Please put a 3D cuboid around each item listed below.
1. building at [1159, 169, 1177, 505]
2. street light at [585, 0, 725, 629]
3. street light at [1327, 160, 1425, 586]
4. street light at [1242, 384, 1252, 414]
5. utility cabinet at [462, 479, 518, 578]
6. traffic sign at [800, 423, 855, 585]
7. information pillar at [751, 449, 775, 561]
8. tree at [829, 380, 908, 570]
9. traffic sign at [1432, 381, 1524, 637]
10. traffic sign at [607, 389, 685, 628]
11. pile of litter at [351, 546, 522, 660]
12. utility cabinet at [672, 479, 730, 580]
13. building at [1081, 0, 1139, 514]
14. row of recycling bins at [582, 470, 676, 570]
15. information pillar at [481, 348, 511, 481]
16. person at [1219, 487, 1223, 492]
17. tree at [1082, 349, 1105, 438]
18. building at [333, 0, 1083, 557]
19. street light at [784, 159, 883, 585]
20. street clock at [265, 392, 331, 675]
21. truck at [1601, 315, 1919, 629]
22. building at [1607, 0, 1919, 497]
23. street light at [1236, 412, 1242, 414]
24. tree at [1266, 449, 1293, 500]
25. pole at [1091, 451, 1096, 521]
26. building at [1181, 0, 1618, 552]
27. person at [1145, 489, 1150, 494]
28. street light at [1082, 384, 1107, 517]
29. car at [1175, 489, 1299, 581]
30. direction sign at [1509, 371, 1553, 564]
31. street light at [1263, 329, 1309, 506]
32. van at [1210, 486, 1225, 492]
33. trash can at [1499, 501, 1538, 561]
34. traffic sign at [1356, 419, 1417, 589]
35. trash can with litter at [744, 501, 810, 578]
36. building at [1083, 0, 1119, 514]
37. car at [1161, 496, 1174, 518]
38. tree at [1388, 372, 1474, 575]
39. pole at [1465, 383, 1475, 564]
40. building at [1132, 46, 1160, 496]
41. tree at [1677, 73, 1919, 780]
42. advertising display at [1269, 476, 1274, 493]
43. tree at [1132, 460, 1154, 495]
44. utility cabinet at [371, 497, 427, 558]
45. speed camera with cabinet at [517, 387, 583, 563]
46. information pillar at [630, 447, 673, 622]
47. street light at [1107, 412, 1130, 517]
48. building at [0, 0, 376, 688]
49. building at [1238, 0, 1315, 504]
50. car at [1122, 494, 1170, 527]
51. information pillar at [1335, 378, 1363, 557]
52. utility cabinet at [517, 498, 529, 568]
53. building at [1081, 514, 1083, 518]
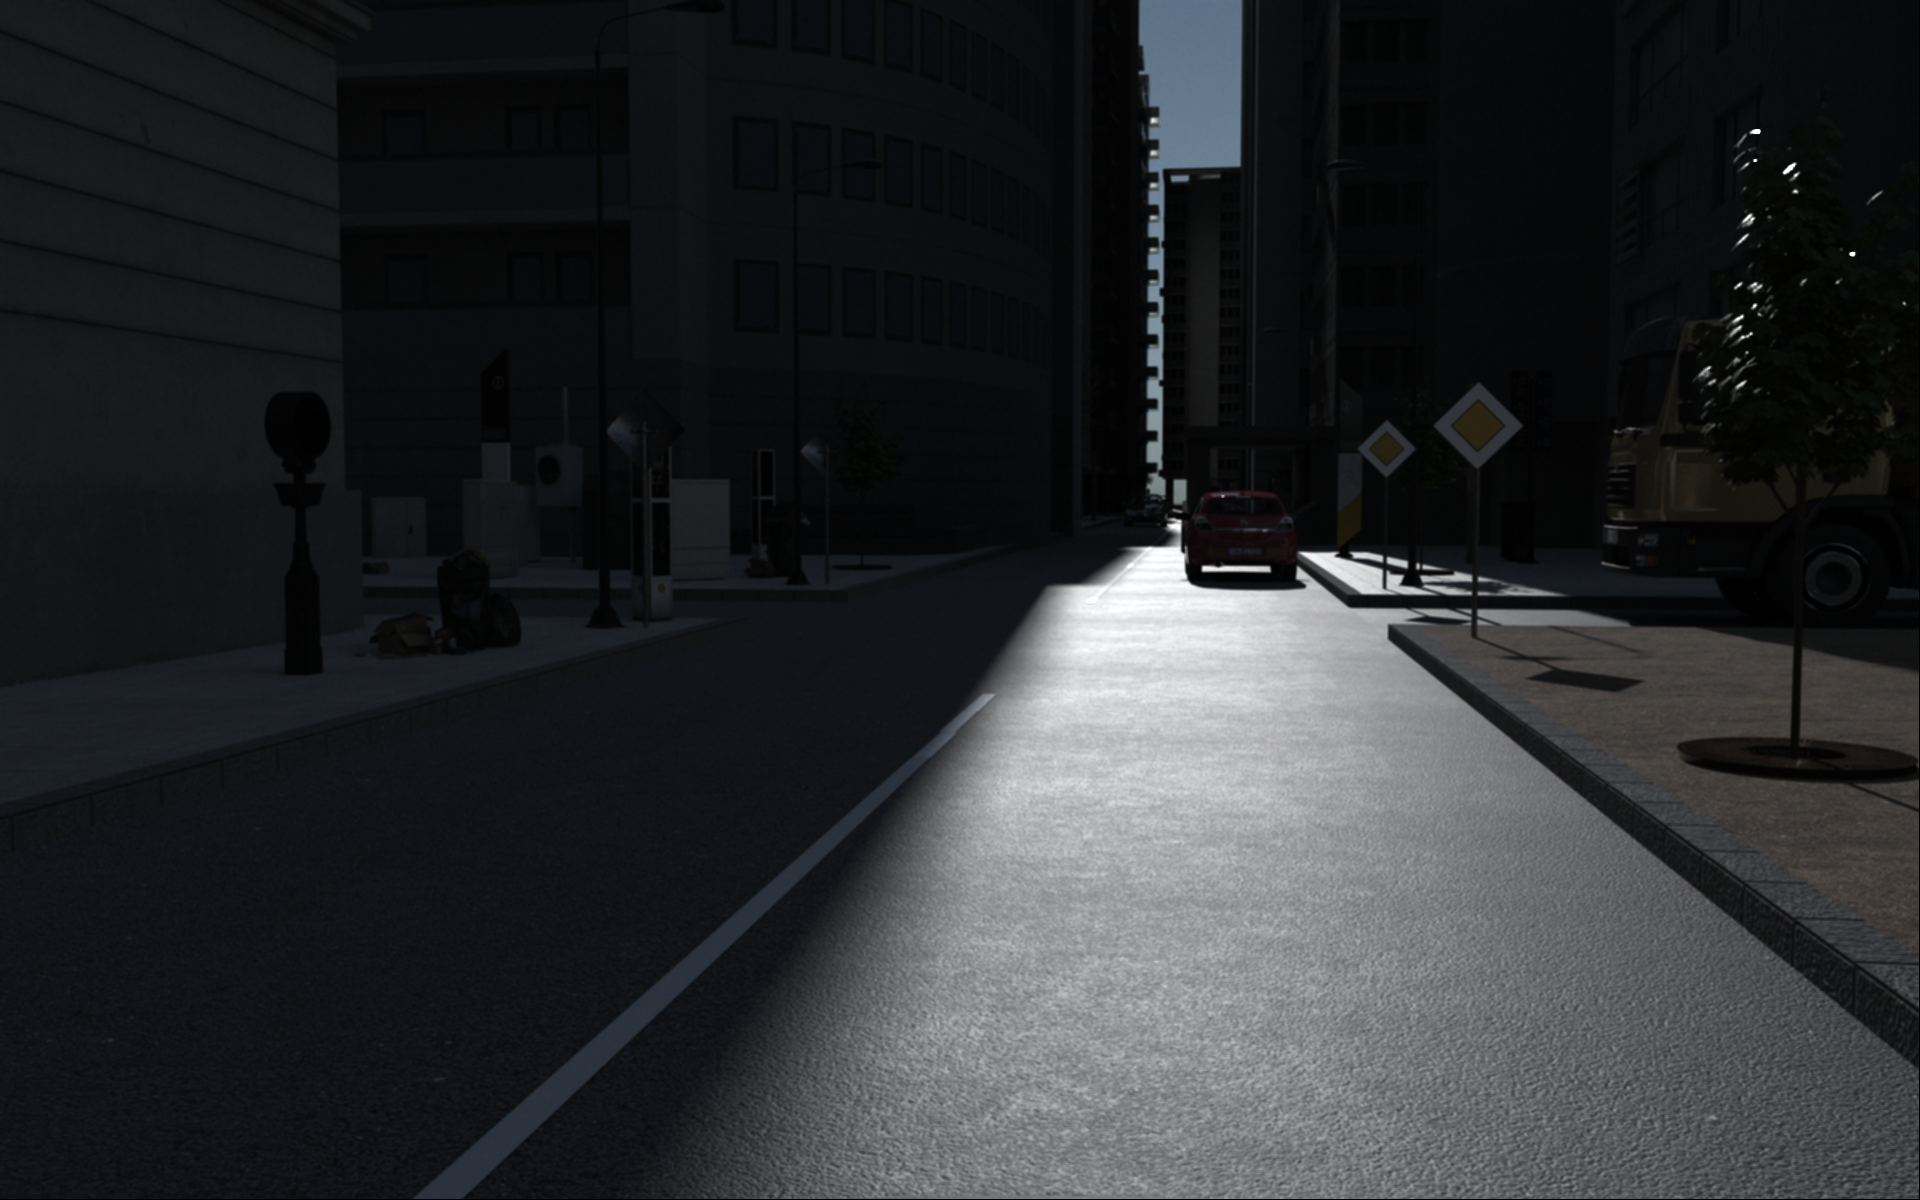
[{"bbox_3d":[34.651,-30.755,194.727,23.993,40.220,32.217,1,4,8],"label":"building"},{"bbox_3d":[-2.888,-2.684,16.429,1.470,5.913,1.316,1,4,8],"label":"street light"},{"bbox_3d":[5.809,-3.161,24.223,1.470,5.913,1.316,1,4,8],"label":"street light"},{"bbox_3d":[12.786,-6.158,73.226,1.470,5.913,1.316,1,4,8],"label":"street light"},{"bbox_3d":[-7.120,-1.079,26.327,0.318,1.500,1.173,1,4,12],"label":"utility cabinet"},{"bbox_3d":[-1.876,-1.274,24.467,0.795,2.450,0.064,1,4,8],"label":"traffic sign"},{"bbox_3d":[-3.232,-1.466,28.458,0.304,2.012,0.304,-2,4,-31],"label":"information pillar"},{"bbox_3d":[-1.623,-2.137,29.534,1.663,3.219,1.824,0,3,0],"label":"tree"},{"bbox_3d":[4.602,-0.722,15.452,0.795,2.450,0.064,1,4,8],"label":"traffic sign"},{"bbox_3d":[-3.011,-0.790,16.562,0.795,2.450,0.064,1,4,8],"label":"traffic sign"},{"bbox_3d":[-4.323,-0.019,14.277,1.176,0.858,1.719,2,4,34],"label":"pile of litter"},{"bbox_3d":[-4.000,-1.044,25.755,1.173,1.500,0.318,-3,5,-41],"label":"utility cabinet"},{"bbox_3d":[6.615,-29.646,134.826,14.600,45.320,14.200,1,4,8],"label":"building"},{"bbox_3d":[-5.862,-1.450,30.819,1.069,1.692,3.534,0,4,8],"label":"row of recycling bins"},{"bbox_3d":[-7.459,-2.235,27.900,0.504,3.616,0.183,1,4,17],"label":"information pillar"},{"bbox_3d":[13.710,-5.067,91.446,0.694,1.812,0.767,2,4,26],"label":"person"},{"bbox_3d":[3.615,-7.307,69.838,4.737,8.622,4.395,0,3,0],"label":"tree"},{"bbox_3d":[-8.055,-30.920,47.533,21.231,58.520,28.212,1,4,8],"label":"building"},{"bbox_3d":[-1.767,-3.164,24.268,1.470,5.913,1.316,1,4,8],"label":"street light"},{"bbox_3d":[-4.683,-0.473,12.303,0.358,2.002,0.471,1,4,12],"label":"street clock"},{"bbox_3d":[11.320,-1.392,18.685,9.791,3.379,3.469,1,4,10],"label":"truck"},{"bbox_3d":[19.295,-21.018,27.231,14.086,41.232,14.154,1,4,8],"label":"building"},{"bbox_3d":[16.252,-7.657,97.730,1.470,5.913,1.316,1,4,8],"label":"street light"},{"bbox_3d":[12.709,-4.359,65.870,1.663,3.219,1.824,0,3,0],"label":"tree"},{"bbox_3d":[6.407,-5.447,82.901,0.158,3.312,0.155,0,3,0],"label":"pole"},{"bbox_3d":[22.409,-21.674,46.251,32.217,40.220,23.993,1,4,8],"label":"building"},{"bbox_3d":[10.964,-5.554,100.094,0.721,1.735,1.217,0,4,-1],"label":"person"},{"bbox_3d":[5.361,-6.177,73.537,1.470,5.913,1.316,1,4,8],"label":"street light"},{"bbox_3d":[4.829,-1.288,30.091,2.155,1.783,4.494,0,4,6],"label":"car"},{"bbox_3d":[10.518,-2.445,31.970,0.876,3.537,0.379,-1,4,-16],"label":"direction sign"},{"bbox_3d":[9.220,-4.660,48.736,1.470,5.913,1.316,1,4,8],"label":"street light"},{"bbox_3d":[18.487,-7.517,127.294,2.240,2.365,5.245,0,4,6],"label":"van"},{"bbox_3d":[10.670,-1.314,33.135,0.748,1.137,0.748,0,3,0],"label":"trash can"},{"bbox_3d":[5.738,-1.206,23.356,0.795,2.450,0.064,1,4,8],"label":"traffic sign"},{"bbox_3d":[-2.839,-0.939,26.747,0.624,1.170,1.055,2,4,28],"label":"trash can with litter"},{"bbox_3d":[-1.047,-28.110,114.226,22.147,44.769,28.867,1,4,8],"label":"building"},{"bbox_3d":[11.900,-5.605,104.215,1.945,1.354,3.894,1,4,10],"label":"car"},{"bbox_3d":[7.404,-2.020,27.625,1.663,3.219,1.824,0,3,0],"label":"tree"},{"bbox_3d":[9.404,-2.322,31.802,0.158,3.312,0.155,0,3,0],"label":"pole"},{"bbox_3d":[7.038,-35.164,194.546,30.456,49.044,23.786,1,4,8],"label":"building"},{"bbox_3d":[3.898,-0.824,8.071,1.663,3.219,1.824,0,3,0],"label":"tree"},{"bbox_3d":[11.429,-3.568,63.558,0.123,1.923,0.974,1,4,15],"label":"advertising display"},{"bbox_3d":[14.810,-10.068,148.327,4.285,4.588,4.351,0,3,0],"label":"tree"},{"bbox_3d":[-11.293,-1.451,34.880,1.020,1.237,0.306,-2,4,-31],"label":"utility cabinet"},{"bbox_3d":[-7.982,-2.318,32.230,2.038,3.252,0.660,2,4,29],"label":"speed camera with cabinet"},{"bbox_3d":[-3.116,-0.795,17.488,0.304,2.012,0.304,3,5,40],"label":"information pillar"},{"bbox_3d":[8.911,-7.675,98.030,1.470,5.913,1.316,1,4,8],"label":"street light"},{"bbox_3d":[-17.536,-13.674,10.965,23.554,28.519,14.401,1,4,8],"label":"building"},{"bbox_3d":[36.001,-37.594,156.661,21.231,58.520,28.212,1,4,8],"label":"building"},{"bbox_3d":[8.300,-4.001,77.216,2.131,1.459,4.920,0,4,8],"label":"car"},{"bbox_3d":[7.896,-2.677,35.125,0.504,3.616,0.183,0,4,-1],"label":"information pillar"},{"bbox_3d":[-7.949,-1.191,30.629,0.306,1.237,1.020,-2,4,-35],"label":"utility cabinet"},{"bbox_3d":[-0.744,-26.732,87.176,14.600,45.320,14.200,1,4,8],"label":"building"}]
